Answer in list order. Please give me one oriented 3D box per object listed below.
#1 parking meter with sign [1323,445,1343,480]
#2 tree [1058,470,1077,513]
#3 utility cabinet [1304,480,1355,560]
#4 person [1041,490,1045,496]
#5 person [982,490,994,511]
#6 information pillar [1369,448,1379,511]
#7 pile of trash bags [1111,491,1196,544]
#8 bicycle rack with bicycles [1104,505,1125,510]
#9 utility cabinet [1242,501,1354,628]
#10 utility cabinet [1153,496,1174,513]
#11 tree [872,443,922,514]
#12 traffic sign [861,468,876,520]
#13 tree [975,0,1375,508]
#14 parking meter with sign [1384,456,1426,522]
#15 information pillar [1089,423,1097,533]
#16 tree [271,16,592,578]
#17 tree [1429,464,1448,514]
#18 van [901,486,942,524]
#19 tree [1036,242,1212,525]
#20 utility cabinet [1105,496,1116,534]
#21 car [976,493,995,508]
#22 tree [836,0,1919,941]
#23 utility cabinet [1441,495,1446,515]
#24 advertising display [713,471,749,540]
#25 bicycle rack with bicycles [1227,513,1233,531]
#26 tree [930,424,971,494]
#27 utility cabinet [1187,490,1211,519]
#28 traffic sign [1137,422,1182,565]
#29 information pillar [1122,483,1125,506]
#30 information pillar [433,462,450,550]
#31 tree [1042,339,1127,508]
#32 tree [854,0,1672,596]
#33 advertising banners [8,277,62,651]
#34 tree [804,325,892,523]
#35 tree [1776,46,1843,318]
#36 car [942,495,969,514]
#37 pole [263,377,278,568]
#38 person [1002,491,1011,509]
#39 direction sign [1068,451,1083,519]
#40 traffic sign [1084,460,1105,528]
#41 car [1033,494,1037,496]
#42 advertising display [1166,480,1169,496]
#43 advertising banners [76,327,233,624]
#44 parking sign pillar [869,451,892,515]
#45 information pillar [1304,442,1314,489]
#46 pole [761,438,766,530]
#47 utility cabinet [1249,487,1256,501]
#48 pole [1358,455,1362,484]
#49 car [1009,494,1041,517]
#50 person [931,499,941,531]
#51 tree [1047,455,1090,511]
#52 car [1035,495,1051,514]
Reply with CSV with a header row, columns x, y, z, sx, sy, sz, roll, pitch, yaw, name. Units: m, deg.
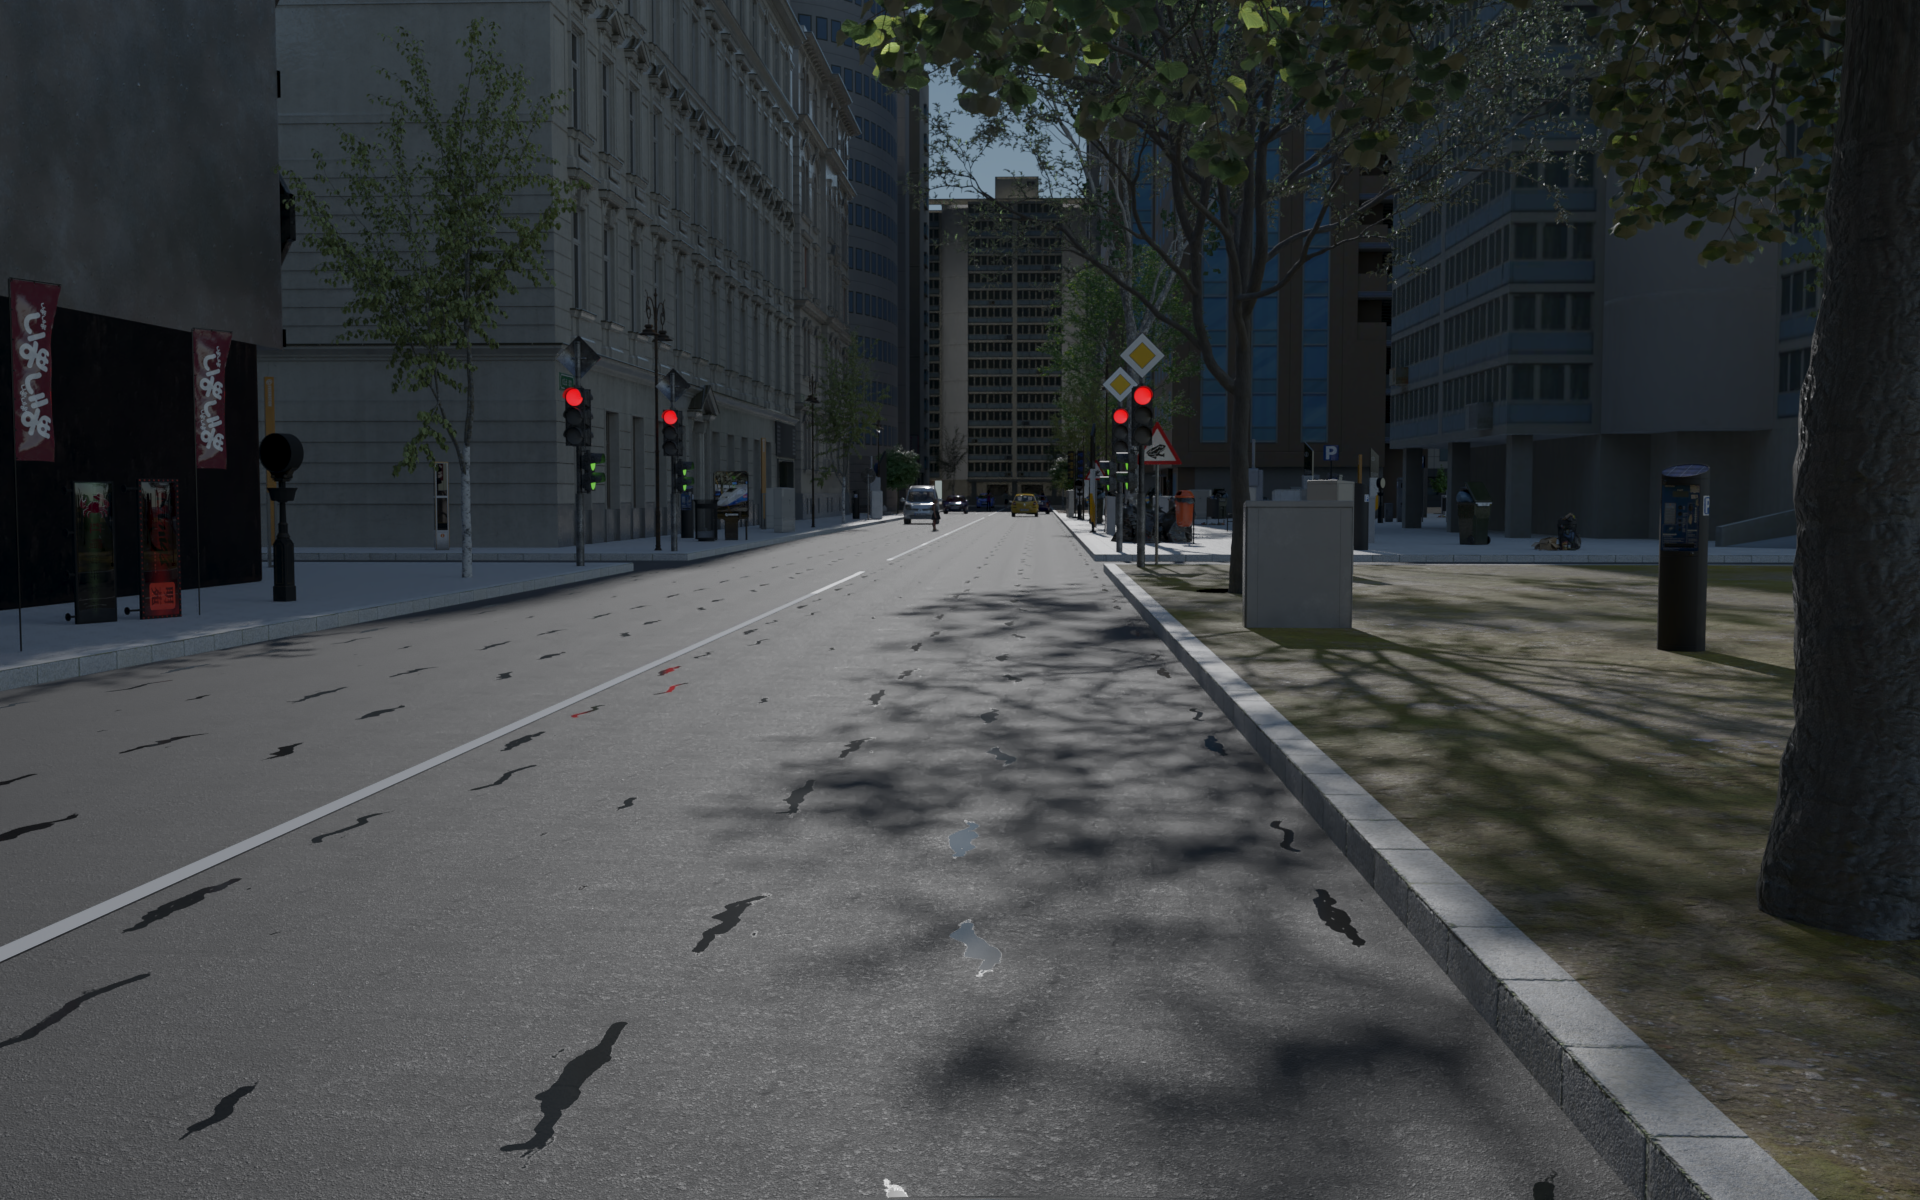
x,y,z,sx,sy,sz,roll,pitch,yaw,name
13.530,-4.046,62.409,0.543,3.016,1.738,2,4,23,parking meter with sign
7.585,-7.477,116.852,1.663,3.219,1.824,0,3,0,tree
5.912,-1.160,27.637,0.318,1.500,1.173,-1,4,-12,utility cabinet
7.315,-8.931,154.529,0.705,1.822,1.348,-2,4,-27,person
2.387,-8.182,142.958,1.217,1.739,0.721,1,4,14,person
20.900,-5.880,87.497,0.504,3.616,0.183,-1,4,-18,information pillar
5.343,-2.191,45.582,1.912,1.369,3.447,-1,4,-17,pile of trash bags
9.254,-4.882,93.204,2.852,0.926,2.925,-1,4,-14,bicycle rack with bicycles
3.250,-0.338,16.691,1.020,1.237,0.306,0,4,5,utility cabinet
6.573,-2.646,54.422,1.020,1.237,0.306,1,4,9,utility cabinet
-4.057,-7.775,110.829,4.285,4.588,4.351,0,3,0,tree
-4.501,-5.183,84.845,0.768,2.556,0.104,1,4,12,traffic sign
6.057,-11.734,47.740,12.611,20.169,13.585,0,3,0,tree
20.332,-5.073,79.211,1.738,3.016,0.543,0,4,5,parking meter with sign
4.394,-4.034,57.316,0.183,3.616,0.504,1,4,15,information pillar
-7.831,-4.651,26.405,4.737,8.622,4.395,0,3,0,tree
30.802,-7.125,111.094,1.663,3.219,1.824,0,3,0,tree
-1.849,-4.711,84.040,2.013,2.044,4.112,0,4,1,van
6.679,-8.911,71.442,9.928,11.665,9.643,0,3,0,tree
4.835,-2.717,55.582,0.306,1.237,1.020,0,4,2,utility cabinet
2.617,-10.260,177.336,1.945,1.707,3.694,0,4,4,car
2.908,-6.012,4.947,9.857,13.997,8.962,0,3,0,tree
29.849,-5.811,106.165,0.306,1.237,1.020,3,5,39,utility cabinet
-6.349,-2.621,48.063,0.974,1.923,0.123,-1,4,-17,advertising display
10.616,-2.806,59.259,2.925,0.926,2.852,-3,4,-38,bicycle rack with bicycles
-0.943,-14.160,181.871,4.360,8.622,3.978,0,3,0,tree
12.095,-4.825,87.570,1.173,1.500,0.318,2,4,27,utility cabinet
3.556,-1.913,31.274,0.884,2.594,0.081,0,4,5,traffic sign
9.105,-5.703,97.731,0.304,2.012,0.304,2,4,31,information pillar
-11.858,-2.146,39.582,0.304,2.012,0.304,-2,4,-25,information pillar
6.535,-8.002,81.197,4.737,8.622,4.395,0,3,0,tree
3.503,-6.829,22.020,12.009,13.543,11.850,0,3,0,tree
-7.809,-1.061,13.535,0.090,3.025,2.074,1,4,18,advertising banners
-5.122,-7.708,76.385,4.737,8.622,4.395,0,3,0,tree
14.127,-4.568,25.048,4.737,8.622,4.395,0,3,0,tree
-0.301,-6.948,126.176,1.945,1.354,3.894,0,4,2,car
-12.014,-2.223,30.195,0.158,3.312,0.155,0,3,0,pole
4.619,-9.920,171.480,1.217,1.735,0.721,-3,4,-38,person
6.053,-6.041,90.763,0.876,3.537,0.379,2,4,23,direction sign
5.157,-4.015,65.647,0.884,2.594,0.081,1,4,10,traffic sign
6.899,-9.872,170.203,1.959,1.807,4.718,0,4,3,car
9.517,-4.538,79.409,0.123,1.923,0.974,0,4,6,advertising display
-8.269,-1.320,17.774,0.090,3.025,2.074,2,4,26,advertising banners
-4.924,-7.235,106.769,1.447,3.967,1.447,1,4,16,parking sign pillar
15.619,-5.280,77.678,0.183,3.616,0.504,-3,5,-40,information pillar
-7.111,-4.210,62.672,0.158,3.312,0.155,0,3,0,pole
9.039,-2.764,53.872,0.318,1.500,1.173,0,4,7,utility cabinet
20.608,-5.840,89.328,0.158,3.312,0.155,0,3,0,pole
4.149,-6.137,110.571,2.015,1.641,3.980,0,4,3,car
-0.935,-3.341,67.800,0.373,1.253,0.362,2,4,27,person
8.405,-9.151,133.335,4.285,4.588,4.351,0,3,0,tree
5.574,-6.855,124.659,1.945,1.354,3.894,0,4,1,car
